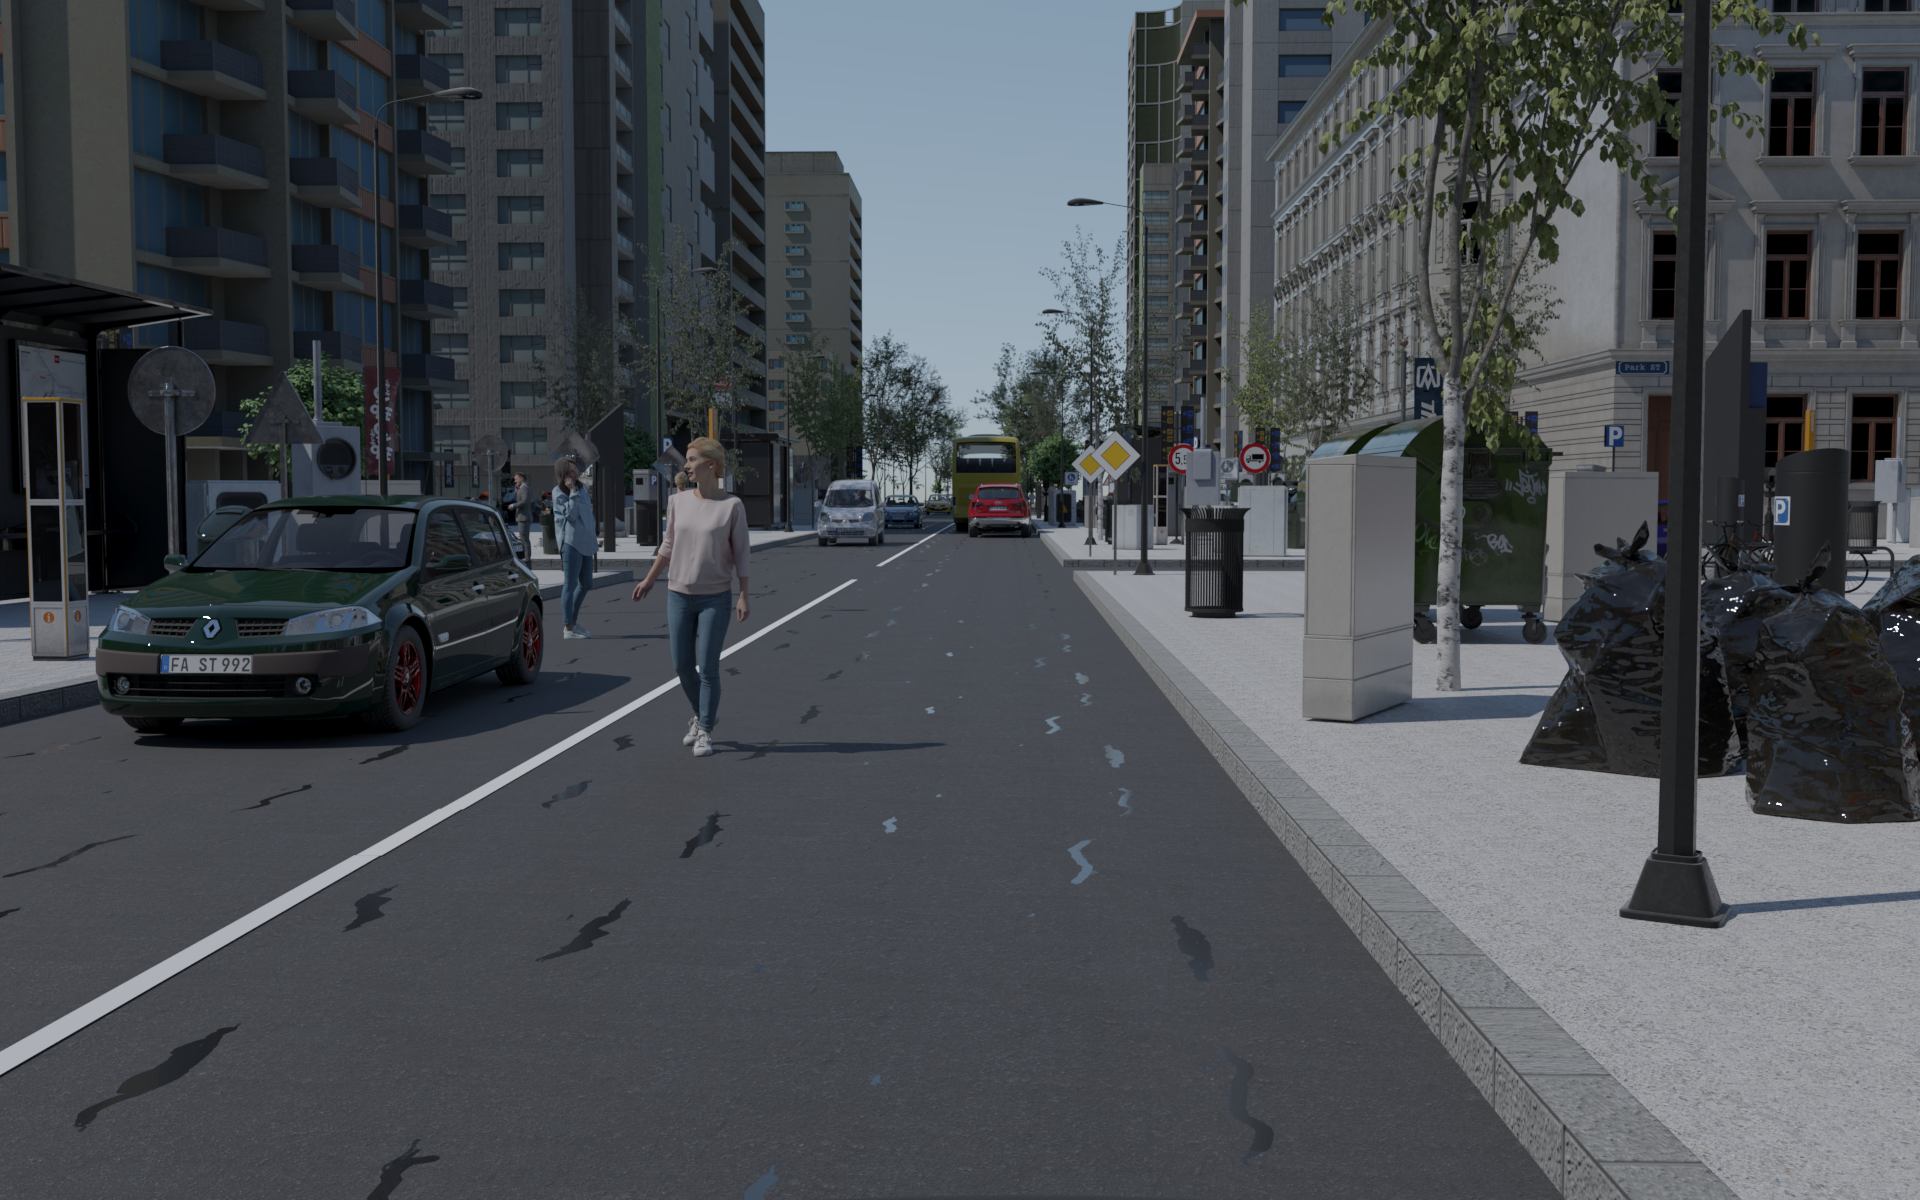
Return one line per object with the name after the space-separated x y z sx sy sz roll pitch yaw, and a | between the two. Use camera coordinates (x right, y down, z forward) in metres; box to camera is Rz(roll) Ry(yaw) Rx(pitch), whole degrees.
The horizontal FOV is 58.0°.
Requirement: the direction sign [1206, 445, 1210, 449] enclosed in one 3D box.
11.001 -5.333 79.194 0.876 3.537 0.379 0 4 -5 | direction sign

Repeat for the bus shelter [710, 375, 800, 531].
-7.246 -5.094 60.911 2.179 5.291 8.768 0 4 2 | bus shelter

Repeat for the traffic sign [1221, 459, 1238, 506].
7.545 -2.864 48.950 0.606 2.300 0.079 0 4 2 | traffic sign

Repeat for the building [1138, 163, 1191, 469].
29.275 -32.589 216.432 14.154 41.232 14.086 0 4 1 | building

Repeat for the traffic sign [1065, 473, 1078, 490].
5.172 -4.792 80.484 0.606 2.300 0.079 0 4 4 | traffic sign

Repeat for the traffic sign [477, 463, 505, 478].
-10.622 -2.390 39.186 0.768 2.556 0.104 1 4 10 | traffic sign

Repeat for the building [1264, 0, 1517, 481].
27.157 -19.041 87.735 17.030 29.872 44.131 0 4 1 | building

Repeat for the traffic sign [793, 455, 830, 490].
-7.897 -5.922 90.694 2.265 3.308 0.079 1 4 9 | traffic sign

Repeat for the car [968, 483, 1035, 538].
1.391 -3.060 58.708 2.281 1.827 5.304 0 4 3 | car

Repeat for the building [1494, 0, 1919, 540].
28.329 -13.265 53.033 21.152 22.565 11.583 0 4 1 | building

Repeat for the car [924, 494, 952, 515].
-1.520 -6.835 121.975 2.015 1.641 3.980 0 4 0 | car

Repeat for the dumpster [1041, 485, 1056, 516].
5.028 -5.641 97.984 1.264 1.857 1.865 0 4 1 | dumpster

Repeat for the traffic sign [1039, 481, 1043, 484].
4.734 -5.862 95.845 0.884 2.594 0.081 0 4 2 | traffic sign

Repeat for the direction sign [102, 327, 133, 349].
-11.106 -1.892 22.926 0.379 3.537 0.876 0 4 -3 | direction sign

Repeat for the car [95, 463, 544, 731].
-4.126 -0.118 11.723 2.009 1.686 4.222 0 4 3 | car

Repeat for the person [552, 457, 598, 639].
-3.835 -0.515 17.179 0.793 1.790 0.793 -1 4 -15 | person

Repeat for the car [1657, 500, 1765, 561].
12.482 -1.169 31.690 3.894 1.354 1.945 0 4 2 | car

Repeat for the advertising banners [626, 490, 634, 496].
-13.021 -4.444 68.840 2.074 3.025 0.090 -1 4 -20 | advertising banners

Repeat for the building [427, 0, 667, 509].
-25.606 -25.547 101.296 14.154 41.232 14.086 0 4 1 | building

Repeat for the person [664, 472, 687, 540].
-3.735 -0.931 24.395 0.598 1.740 0.731 3 5 42 | person

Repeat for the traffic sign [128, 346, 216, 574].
-6.798 -0.907 14.943 0.768 2.556 0.104 0 4 3 | traffic sign

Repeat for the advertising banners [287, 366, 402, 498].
-8.566 -1.667 23.439 2.074 3.025 0.090 -2 4 -34 | advertising banners

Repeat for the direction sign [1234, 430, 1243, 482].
9.950 -4.281 61.985 0.379 3.537 0.876 -1 4 -9 | direction sign

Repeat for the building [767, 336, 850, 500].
-29.247 -23.159 223.685 27.650 21.520 28.899 0 4 1 | building

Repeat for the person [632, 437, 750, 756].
-1.477 -0.030 9.664 0.731 1.740 0.598 0 4 7 | person

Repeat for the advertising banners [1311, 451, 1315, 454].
13.532 -4.490 69.601 2.074 3.025 0.090 -1 4 -12 | advertising banners

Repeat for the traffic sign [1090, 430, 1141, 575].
2.454 -1.452 27.376 0.795 2.450 0.064 0 4 1 | traffic sign

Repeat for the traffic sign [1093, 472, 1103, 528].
5.042 -3.964 64.916 0.768 2.556 0.104 0 4 2 | traffic sign

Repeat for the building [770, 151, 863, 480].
-25.475 -38.182 247.972 21.300 48.544 21.600 0 4 1 | building

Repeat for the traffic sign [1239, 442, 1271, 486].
7.283 -2.614 42.843 0.768 2.556 0.104 0 4 2 | traffic sign

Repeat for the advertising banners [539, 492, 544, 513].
-21.830 -5.942 93.335 2.074 3.025 0.090 2 4 27 | advertising banners

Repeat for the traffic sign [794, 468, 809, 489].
-7.715 -5.159 84.460 0.768 2.556 0.104 0 4 7 | traffic sign

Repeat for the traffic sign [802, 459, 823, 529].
-5.417 -3.893 63.755 0.768 2.556 0.104 0 4 2 | traffic sign

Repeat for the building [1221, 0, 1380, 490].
30.145 -35.848 128.113 21.231 58.520 28.212 0 4 1 | building

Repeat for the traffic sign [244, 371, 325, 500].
-7.172 -1.124 18.384 0.884 2.594 0.081 0 4 4 | traffic sign

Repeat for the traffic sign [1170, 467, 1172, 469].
8.571 -4.138 67.763 0.768 2.556 0.104 1 4 11 | traffic sign

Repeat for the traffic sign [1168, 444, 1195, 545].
5.644 -2.674 43.822 0.768 2.556 0.104 0 4 7 | traffic sign

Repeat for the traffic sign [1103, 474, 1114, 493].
9.512 -6.768 110.655 0.884 2.594 0.081 0 4 7 | traffic sign

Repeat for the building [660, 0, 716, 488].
-32.771 -32.729 124.358 28.713 52.752 27.495 0 4 1 | building

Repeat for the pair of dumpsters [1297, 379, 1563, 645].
4.418 -0.872 16.755 1.574 2.255 4.437 0 4 1 | pair of dumpsters

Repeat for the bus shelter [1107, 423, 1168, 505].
6.167 -4.213 60.169 1.731 3.624 6.357 0 4 1 | bus shelter

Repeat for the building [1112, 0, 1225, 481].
33.432 -50.067 256.853 20.563 71.187 20.611 0 4 1 | building

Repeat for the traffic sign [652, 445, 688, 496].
-5.928 -1.955 35.602 0.795 2.450 0.064 0 4 1 | traffic sign

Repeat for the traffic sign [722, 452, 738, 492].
-6.990 -3.144 51.508 0.768 2.556 0.104 0 4 3 | traffic sign

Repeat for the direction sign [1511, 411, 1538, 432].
15.334 -3.388 47.386 0.876 3.537 0.379 0 4 3 | direction sign

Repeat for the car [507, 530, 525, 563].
-9.815 -1.264 30.451 4.222 1.686 2.009 0 4 3 | car

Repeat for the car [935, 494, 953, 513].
-0.962 -7.540 135.079 2.131 1.459 4.920 0 4 2 | car

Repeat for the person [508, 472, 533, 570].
-8.311 -1.497 32.778 0.447 1.846 0.655 -1 4 -12 | person

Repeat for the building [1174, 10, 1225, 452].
31.182 -30.726 157.001 22.147 44.769 28.867 0 4 1 | building

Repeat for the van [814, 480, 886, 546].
-3.066 -2.578 49.169 2.013 2.044 4.112 0 4 1 | van

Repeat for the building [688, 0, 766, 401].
-28.714 -32.122 148.890 21.300 48.544 21.600 0 4 1 | building

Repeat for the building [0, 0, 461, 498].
-32.498 -25.131 65.523 22.147 44.769 28.867 0 4 1 | building

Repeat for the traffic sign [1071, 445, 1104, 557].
2.663 -1.940 35.358 0.795 2.450 0.064 0 4 1 | traffic sign

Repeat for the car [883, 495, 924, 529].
-2.501 -3.756 73.419 2.014 1.417 4.499 0 4 1 | car

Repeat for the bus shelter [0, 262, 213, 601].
-10.507 -1.709 19.227 1.731 3.624 6.357 0 4 2 | bus shelter

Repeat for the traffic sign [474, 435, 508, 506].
-10.096 -2.272 37.257 0.768 2.556 0.104 1 4 11 | traffic sign

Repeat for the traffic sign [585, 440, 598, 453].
-8.795 -2.463 40.370 0.768 2.556 0.104 1 4 11 | traffic sign

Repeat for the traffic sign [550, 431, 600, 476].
-6.137 -1.467 27.620 0.795 2.450 0.064 0 4 1 | traffic sign
